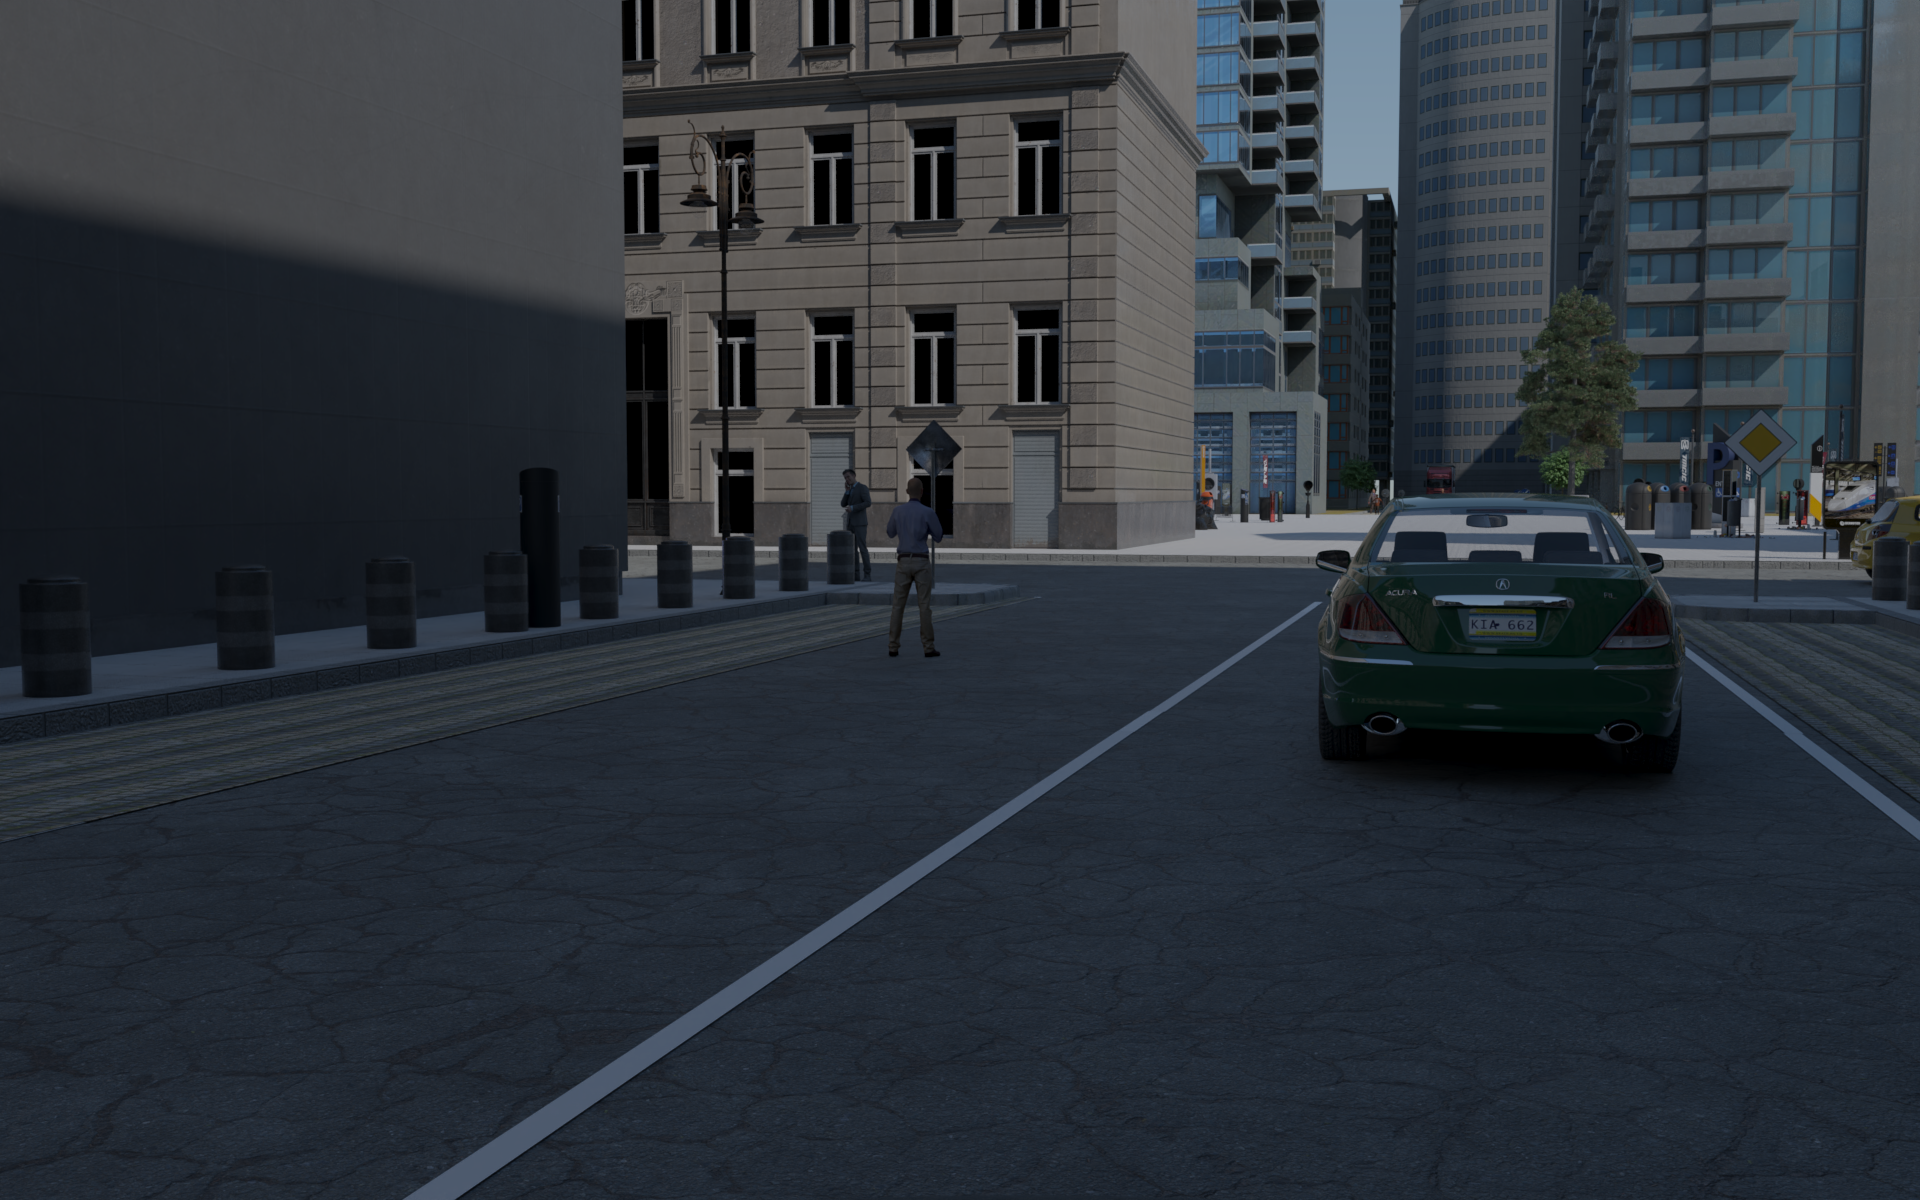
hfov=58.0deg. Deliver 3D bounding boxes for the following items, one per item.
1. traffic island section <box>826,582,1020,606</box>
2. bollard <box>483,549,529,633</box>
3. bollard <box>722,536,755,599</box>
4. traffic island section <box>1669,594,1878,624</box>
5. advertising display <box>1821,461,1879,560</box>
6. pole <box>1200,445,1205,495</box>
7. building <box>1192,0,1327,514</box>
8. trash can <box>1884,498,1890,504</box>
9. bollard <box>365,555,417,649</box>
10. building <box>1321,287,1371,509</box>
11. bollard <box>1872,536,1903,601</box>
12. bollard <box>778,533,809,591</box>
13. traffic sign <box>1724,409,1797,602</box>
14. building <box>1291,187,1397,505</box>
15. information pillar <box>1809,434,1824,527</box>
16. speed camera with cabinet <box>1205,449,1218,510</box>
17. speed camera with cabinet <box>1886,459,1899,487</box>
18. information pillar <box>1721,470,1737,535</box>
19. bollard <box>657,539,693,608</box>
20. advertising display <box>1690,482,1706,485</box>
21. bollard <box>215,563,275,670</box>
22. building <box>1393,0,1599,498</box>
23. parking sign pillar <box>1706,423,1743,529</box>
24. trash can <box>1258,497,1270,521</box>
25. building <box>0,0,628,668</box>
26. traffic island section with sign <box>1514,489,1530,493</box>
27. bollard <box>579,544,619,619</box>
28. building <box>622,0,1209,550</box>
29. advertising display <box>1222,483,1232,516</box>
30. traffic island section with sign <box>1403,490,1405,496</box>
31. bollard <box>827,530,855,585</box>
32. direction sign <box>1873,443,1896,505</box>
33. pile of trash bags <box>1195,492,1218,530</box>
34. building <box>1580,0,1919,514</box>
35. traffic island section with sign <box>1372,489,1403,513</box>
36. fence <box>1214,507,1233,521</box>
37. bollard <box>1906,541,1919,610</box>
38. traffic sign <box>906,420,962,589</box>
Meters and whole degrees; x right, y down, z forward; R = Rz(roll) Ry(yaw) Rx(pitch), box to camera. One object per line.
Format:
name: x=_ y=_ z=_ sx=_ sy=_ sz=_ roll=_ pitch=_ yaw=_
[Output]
traffic island section: x=-0.386 y=-0.076 z=23.522 sx=2.009 sy=0.180 sz=2.903 roll=1 pitch=4 yaw=17
bollard: x=-4.242 y=-0.090 z=16.191 sx=0.404 sy=0.777 sz=0.398 roll=0 pitch=3 yaw=0
bollard: x=-2.718 y=-0.402 z=21.288 sx=0.404 sy=0.777 sz=0.398 roll=0 pitch=3 yaw=0
traffic island section: x=9.472 y=0.104 z=20.574 sx=2.009 sy=0.180 sz=2.903 roll=1 pitch=4 yaw=17
advertising display: x=17.390 y=-1.751 z=33.850 sx=0.974 sy=1.923 sz=0.123 roll=1 pitch=4 yaw=15
pole: x=10.106 y=-4.788 z=72.131 sx=0.158 sy=3.312 sz=0.155 roll=0 pitch=3 yaw=0
building: x=15.887 y=-49.645 z=124.362 sx=22.319 sy=86.520 sz=31.000 roll=1 pitch=4 yaw=17
trash can: x=37.808 y=-3.582 z=70.213 sx=0.748 sy=1.137 sz=0.748 roll=0 pitch=3 yaw=0
bollard: x=-4.756 y=0.015 z=14.476 sx=0.404 sy=0.777 sz=0.398 roll=0 pitch=3 yaw=0
building: x=23.871 y=-19.704 z=167.199 sx=28.899 sy=21.520 sz=27.650 roll=1 pitch=4 yaw=17
bollard: x=11.254 y=-0.380 z=20.930 sx=0.404 sy=0.777 sz=0.398 roll=0 pitch=3 yaw=0
bollard: x=-2.209 y=-0.506 z=22.985 sx=0.404 sy=0.777 sz=0.398 roll=0 pitch=3 yaw=0
traffic sign: x=9.447 y=-1.031 z=20.504 sx=0.795 sy=2.450 sz=0.064 roll=1 pitch=4 yaw=17
building: x=40.544 y=-31.705 z=210.257 sx=23.993 sy=40.220 sz=32.217 roll=1 pitch=4 yaw=17
information pillar: x=33.598 y=-4.684 z=67.945 sx=0.504 sy=3.616 sz=0.183 roll=0 pitch=4 yaw=-5
speed camera with cabinet: x=10.234 y=-4.990 z=75.914 sx=2.038 sy=3.252 sz=0.660 roll=1 pitch=4 yaw=14
speed camera with cabinet: x=52.425 y=-6.313 z=97.546 sx=0.660 sy=3.252 sz=2.038 roll=2 pitch=4 yaw=24
information pillar: x=23.138 y=-2.911 z=52.090 sx=0.304 sy=2.012 sz=0.304 roll=-2 pitch=4 yaw=-35
bollard: x=-3.224 y=-0.298 z=19.590 sx=0.404 sy=0.777 sz=0.398 roll=0 pitch=3 yaw=0
advertising display: x=38.189 y=-5.152 z=89.447 sx=0.974 sy=1.923 sz=0.123 roll=2 pitch=4 yaw=27
bollard: x=-5.270 y=0.119 z=12.770 sx=0.404 sy=0.777 sz=0.398 roll=0 pitch=3 yaw=0
building: x=64.165 y=-40.019 z=196.311 sx=28.212 sy=58.520 sz=21.231 roll=1 pitch=4 yaw=17
parking sign pillar: x=28.670 y=-4.682 z=65.028 sx=1.447 sy=3.967 sz=1.447 roll=-1 pitch=4 yaw=-21
trash can: x=14.723 y=-4.389 z=83.406 sx=0.748 sy=1.137 sz=0.748 roll=0 pitch=3 yaw=0
building: x=-17.196 y=-13.820 z=19.469 sx=24.014 sy=27.812 sz=14.314 roll=1 pitch=4 yaw=17
traffic island section with sign: x=49.965 y=-8.993 z=155.661 sx=1.989 sy=1.847 sz=2.006 roll=1 pitch=4 yaw=17
bollard: x=-3.731 y=-0.194 z=17.892 sx=0.404 sy=0.777 sz=0.398 roll=0 pitch=3 yaw=0
building: x=-6.394 y=-15.319 z=47.732 sx=25.104 sy=27.353 sz=12.463 roll=1 pitch=4 yaw=17
advertising display: x=15.605 y=-5.878 z=101.322 sx=0.123 sy=1.923 sz=0.974 roll=-1 pitch=4 yaw=-20
traffic island section with sign: x=40.625 y=-9.208 z=159.185 sx=1.989 sy=1.847 sz=2.006 roll=1 pitch=4 yaw=17
bollard: x=-1.700 y=-0.609 z=24.682 sx=0.404 sy=0.777 sz=0.398 roll=0 pitch=3 yaw=0
direction sign: x=40.809 y=-5.168 z=76.499 sx=0.876 sy=3.537 sz=0.379 roll=2 pitch=4 yaw=33
pile of trash bags: x=8.525 y=-3.264 z=63.125 sx=1.912 sy=1.369 sz=3.447 roll=2 pitch=4 yaw=26
building: x=57.338 y=-30.914 z=125.045 sx=23.786 sy=49.044 sz=30.456 roll=1 pitch=4 yaw=17
traffic island section with sign: x=32.713 y=-7.596 z=132.820 sx=1.989 sy=1.847 sz=2.006 roll=1 pitch=4 yaw=17
fence: x=12.542 y=-4.085 z=82.171 sx=0.278 sy=0.683 sz=2.069 roll=-1 pitch=4 yaw=-15
bollard: x=10.746 y=-0.276 z=19.233 sx=0.404 sy=0.777 sz=0.398 roll=0 pitch=3 yaw=0
traffic sign: x=-0.361 y=-1.212 z=23.453 sx=0.795 sy=2.450 sz=0.064 roll=1 pitch=4 yaw=17
